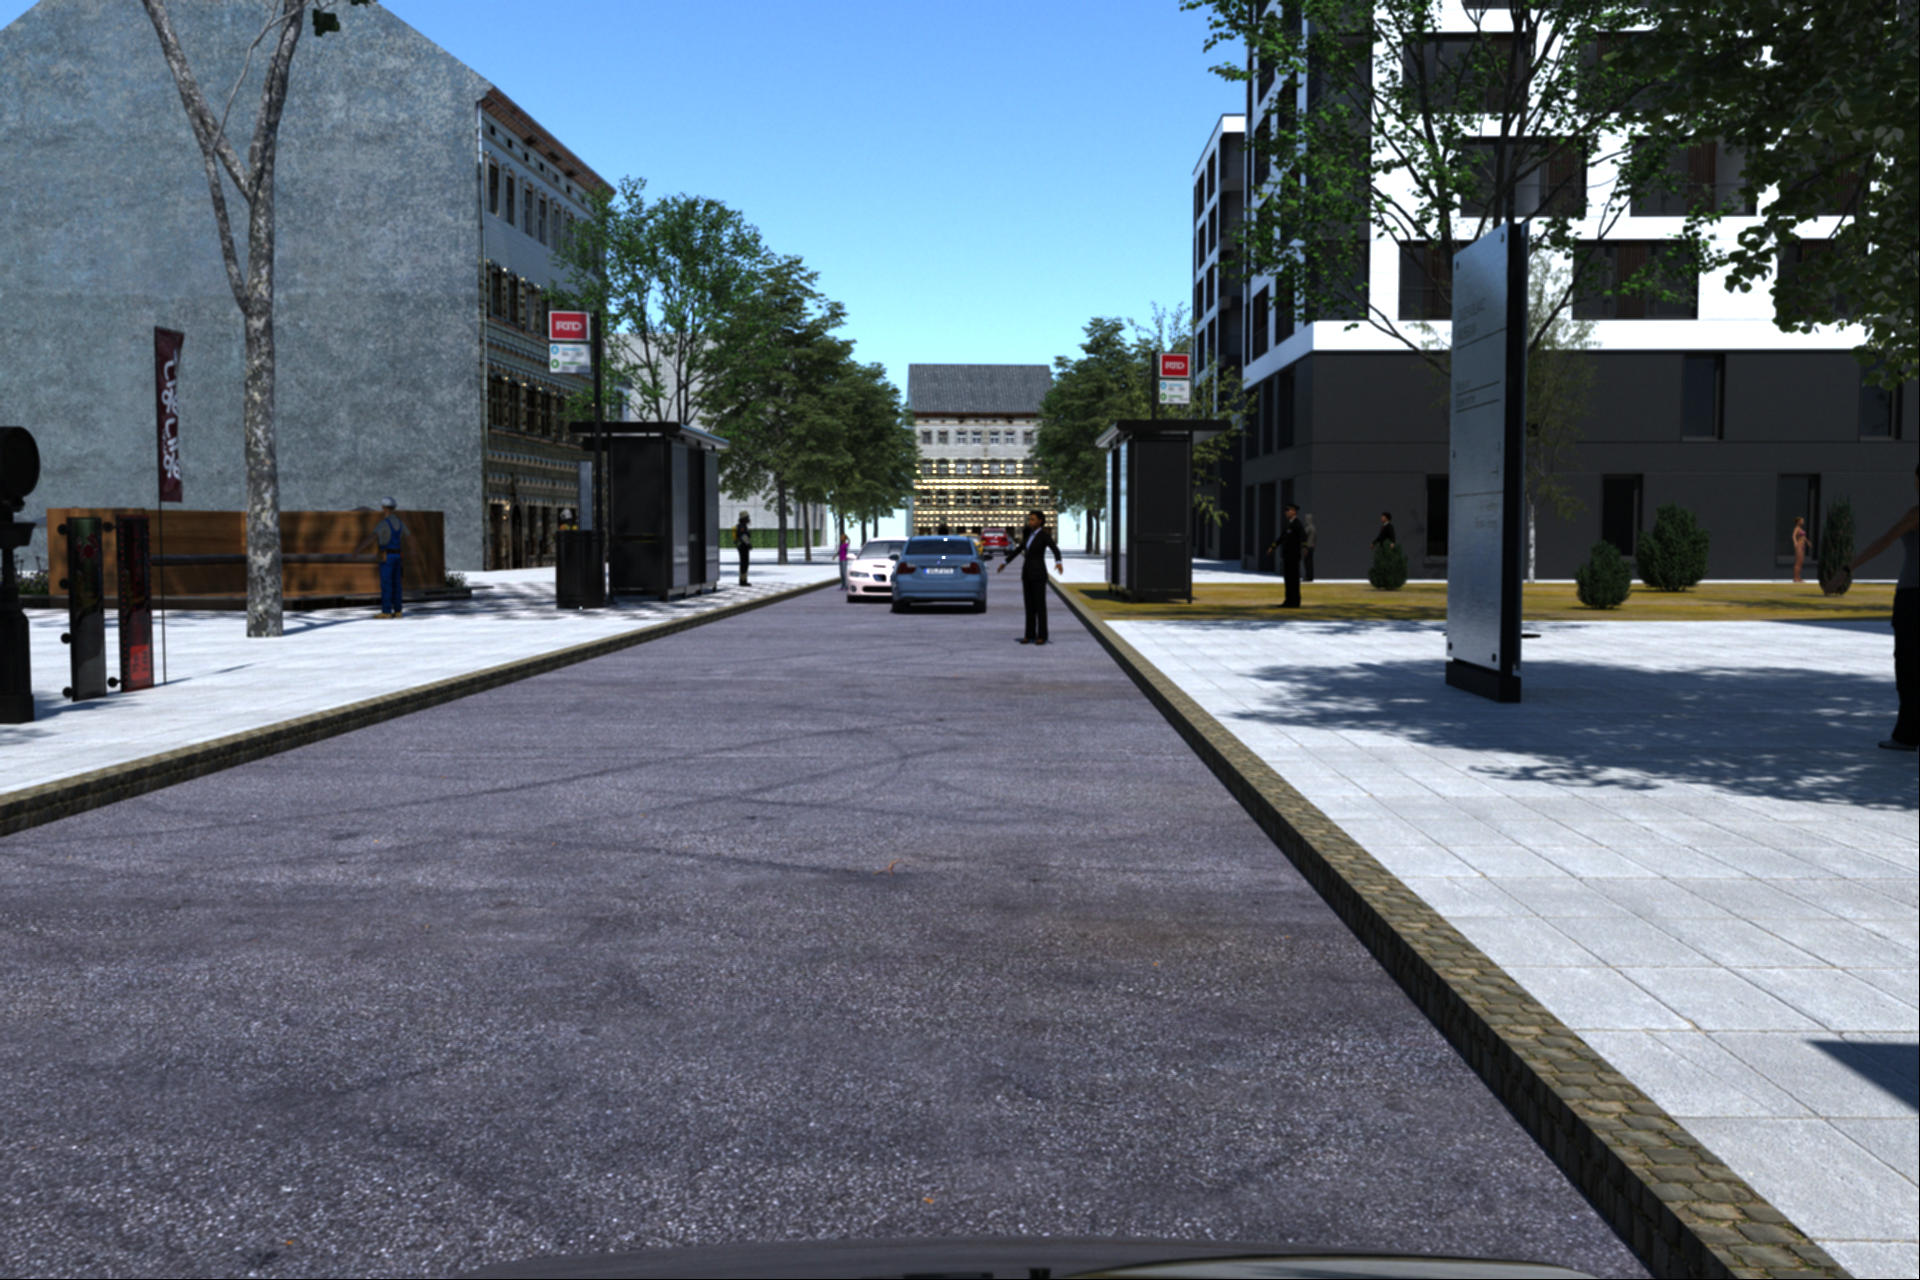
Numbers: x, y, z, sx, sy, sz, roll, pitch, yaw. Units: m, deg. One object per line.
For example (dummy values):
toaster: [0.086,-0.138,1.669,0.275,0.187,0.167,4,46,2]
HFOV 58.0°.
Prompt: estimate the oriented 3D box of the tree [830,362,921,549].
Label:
tree: [-6.247,-12.035,114.906,7.486,12.596,7.792,0,3,0]

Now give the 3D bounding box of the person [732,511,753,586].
person: [-5.277,-2.248,42.534,0.705,1.856,1.354,-1,4,-12]

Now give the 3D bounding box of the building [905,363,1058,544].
building: [2.454,-23.800,222.507,18.063,23.208,19.493,0,4,-4]

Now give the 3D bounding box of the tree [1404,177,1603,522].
tree: [11.569,-5.234,35.936,4.360,8.622,3.978,0,3,0]

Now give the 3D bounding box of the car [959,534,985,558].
car: [0.520,-5.733,103.965,2.015,1.641,3.980,0,4,1]

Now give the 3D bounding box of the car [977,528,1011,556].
car: [2.251,-6.512,115.140,2.281,1.827,5.304,0,4,1]

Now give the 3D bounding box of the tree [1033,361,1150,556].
tree: [8.143,-10.847,103.098,9.928,11.665,9.643,0,3,0]

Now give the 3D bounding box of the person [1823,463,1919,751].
person: [5.719,-0.217,10.356,1.217,1.737,0.721,-1,4,-14]

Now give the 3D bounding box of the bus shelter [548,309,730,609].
bus shelter: [-6.230,-3.431,33.734,2.179,5.291,8.768,0,4,1]

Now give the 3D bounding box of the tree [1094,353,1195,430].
tree: [7.692,-7.397,71.306,4.737,8.622,4.395,0,3,0]

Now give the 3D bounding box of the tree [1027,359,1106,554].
tree: [7.983,-11.893,112.572,7.486,12.596,7.792,0,3,0]

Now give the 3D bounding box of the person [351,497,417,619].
person: [-8.695,-1.254,26.354,0.705,1.847,1.347,2,4,24]

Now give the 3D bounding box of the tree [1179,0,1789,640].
tree: [6.592,-5.850,21.406,9.928,11.665,9.643,0,3,0]

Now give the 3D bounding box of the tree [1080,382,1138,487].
tree: [7.699,-8.170,83.941,4.360,8.622,3.978,0,3,0]

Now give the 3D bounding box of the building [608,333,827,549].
building: [-22.731,-18.448,168.086,16.747,18.905,31.486,0,4,1]

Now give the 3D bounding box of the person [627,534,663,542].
person: [-7.450,-2.115,41.044,1.216,1.772,0.721,-3,5,-43]

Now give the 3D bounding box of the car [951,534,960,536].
car: [0.046,-6.489,117.894,2.131,1.459,4.920,0,4,2]

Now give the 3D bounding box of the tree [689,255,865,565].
tree: [-7.495,-9.329,70.663,7.486,12.596,7.792,0,3,0]

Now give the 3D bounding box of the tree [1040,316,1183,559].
tree: [7.874,-10.562,90.809,7.486,12.596,7.792,0,3,0]

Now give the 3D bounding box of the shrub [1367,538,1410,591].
shrub: [9.685,-1.714,39.146,1.383,1.207,1.383,0,3,0]

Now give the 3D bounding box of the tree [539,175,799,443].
tree: [-8.241,-7.624,50.400,9.928,11.665,9.643,0,3,0]

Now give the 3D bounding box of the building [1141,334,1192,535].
building: [26.820,-20.449,165.263,19.493,23.208,18.063,0,4,2]

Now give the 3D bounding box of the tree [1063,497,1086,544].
tree: [15.304,-16.456,219.409,4.360,8.622,3.978,0,3,0]

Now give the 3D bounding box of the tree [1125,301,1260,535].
tree: [6.988,-6.373,54.557,4.737,8.622,4.395,0,3,0]

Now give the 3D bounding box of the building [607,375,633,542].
building: [-22.165,-9.253,93.428,9.099,9.664,28.070,0,4,1]

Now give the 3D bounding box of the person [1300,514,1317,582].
person: [9.322,-2.468,46.472,0.705,1.813,1.348,2,4,32]

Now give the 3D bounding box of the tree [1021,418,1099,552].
tree: [9.613,-13.115,124.794,12.009,13.543,11.850,0,3,0]

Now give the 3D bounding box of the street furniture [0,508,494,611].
street furniture: [-13.610,-1.634,33.564,11.010,1.723,9.812,1,4,13]

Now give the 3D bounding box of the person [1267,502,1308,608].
person: [5.757,-1.483,30.184,0.705,1.837,1.347,-1,4,-17]

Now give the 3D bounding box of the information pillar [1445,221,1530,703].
information pillar: [4.207,-1.380,13.877,0.184,3.620,1.656,0,4,2]

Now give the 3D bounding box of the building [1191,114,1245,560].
building: [27.173,-15.686,100.441,27.936,21.610,32.646,0,4,2]

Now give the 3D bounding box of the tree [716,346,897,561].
tree: [-7.164,-8.998,81.523,8.767,10.594,7.601,-1,4,-9]

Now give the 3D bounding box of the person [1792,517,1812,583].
person: [22.290,-2.388,45.840,0.721,1.733,1.217,3,5,42]

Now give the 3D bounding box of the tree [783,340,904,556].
tree: [-7.125,-11.260,102.223,7.486,12.596,7.792,0,3,0]

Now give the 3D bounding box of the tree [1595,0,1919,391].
tree: [6.209,-5.460,7.396,7.486,12.596,7.792,0,3,0]

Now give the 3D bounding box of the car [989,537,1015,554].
car: [2.953,-6.881,124.502,2.014,1.417,4.499,0,4,0]

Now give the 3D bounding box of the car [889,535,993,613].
car: [-0.368,-1.272,32.794,2.014,1.417,4.499,0,4,0]

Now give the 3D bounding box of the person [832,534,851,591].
person: [-3.000,-1.964,43.841,0.599,1.433,0.991,-2,4,-28]

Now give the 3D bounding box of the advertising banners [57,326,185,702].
advertising banners: [-6.757,-1.096,14.104,0.090,3.025,2.074,0,4,1]

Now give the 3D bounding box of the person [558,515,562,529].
person: [-10.579,-2.468,46.493,0.704,1.843,1.345,0,4,6]

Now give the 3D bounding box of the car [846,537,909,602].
car: [-1.406,-1.560,37.860,2.083,1.381,4.827,0,4,2]

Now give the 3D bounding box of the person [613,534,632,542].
person: [-11.477,-3.278,59.814,1.346,1.802,0.704,1,4,13]

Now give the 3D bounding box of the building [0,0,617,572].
building: [-25.133,-14.486,67.777,19.493,23.208,18.063,0,4,2]

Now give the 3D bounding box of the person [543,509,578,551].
person: [-9.224,-2.128,40.566,0.705,1.858,1.354,2,4,29]

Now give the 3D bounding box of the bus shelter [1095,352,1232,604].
bus shelter: [3.993,-3.564,35.902,2.179,5.291,8.768,0,4,1]

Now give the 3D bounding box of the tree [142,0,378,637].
tree: [-9.893,-10.159,21.981,12.611,20.169,13.585,0,3,0]

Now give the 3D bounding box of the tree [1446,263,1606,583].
tree: [15.066,-5.797,45.144,4.360,8.622,3.978,0,3,0]

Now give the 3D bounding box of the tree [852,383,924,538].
tree: [-6.359,-12.956,129.956,7.486,12.596,7.792,0,3,0]

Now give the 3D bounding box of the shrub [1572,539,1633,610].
shrub: [10.927,-1.121,29.446,1.383,1.207,1.383,0,3,0]

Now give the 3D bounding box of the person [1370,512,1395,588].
person: [10.202,-2.167,41.616,0.705,1.806,1.347,0,4,-8]

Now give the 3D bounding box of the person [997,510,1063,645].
person: [0.920,-0.812,22.453,0.721,1.740,1.216,-3,5,-39]

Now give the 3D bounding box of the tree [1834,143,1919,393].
tree: [15.635,-4.700,27.205,4.737,8.622,4.395,0,3,0]

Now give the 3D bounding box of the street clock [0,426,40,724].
street clock: [-6.433,-0.437,11.709,0.358,2.002,0.471,0,4,1]

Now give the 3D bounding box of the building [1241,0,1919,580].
building: [24.121,-13.457,63.989,27.936,21.610,32.646,0,4,1]

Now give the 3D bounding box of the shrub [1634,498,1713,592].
shrub: [15.751,-2.097,38.320,1.661,2.075,1.752,0,3,0]

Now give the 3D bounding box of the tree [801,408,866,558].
tree: [-6.762,-8.734,93.169,4.737,8.622,4.395,0,3,0]
